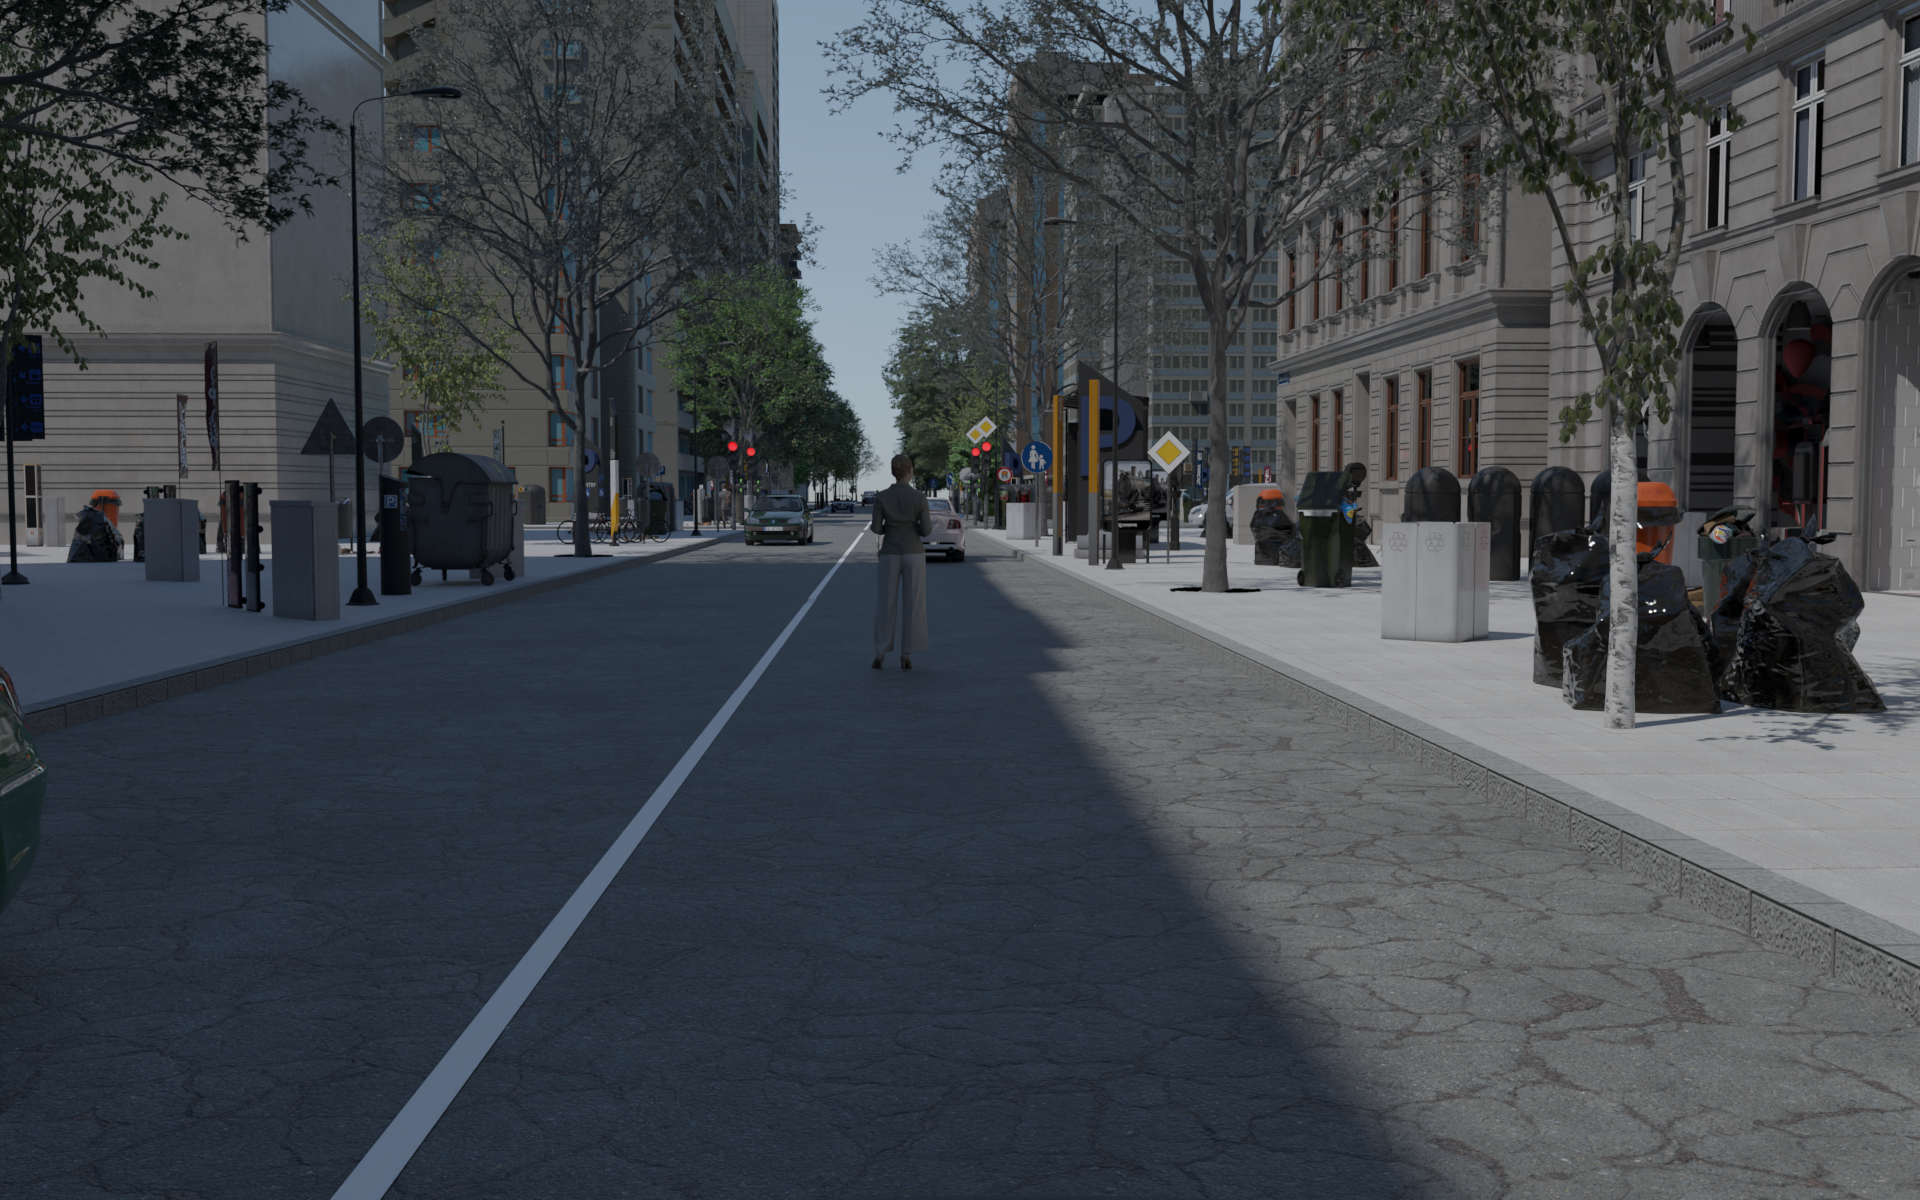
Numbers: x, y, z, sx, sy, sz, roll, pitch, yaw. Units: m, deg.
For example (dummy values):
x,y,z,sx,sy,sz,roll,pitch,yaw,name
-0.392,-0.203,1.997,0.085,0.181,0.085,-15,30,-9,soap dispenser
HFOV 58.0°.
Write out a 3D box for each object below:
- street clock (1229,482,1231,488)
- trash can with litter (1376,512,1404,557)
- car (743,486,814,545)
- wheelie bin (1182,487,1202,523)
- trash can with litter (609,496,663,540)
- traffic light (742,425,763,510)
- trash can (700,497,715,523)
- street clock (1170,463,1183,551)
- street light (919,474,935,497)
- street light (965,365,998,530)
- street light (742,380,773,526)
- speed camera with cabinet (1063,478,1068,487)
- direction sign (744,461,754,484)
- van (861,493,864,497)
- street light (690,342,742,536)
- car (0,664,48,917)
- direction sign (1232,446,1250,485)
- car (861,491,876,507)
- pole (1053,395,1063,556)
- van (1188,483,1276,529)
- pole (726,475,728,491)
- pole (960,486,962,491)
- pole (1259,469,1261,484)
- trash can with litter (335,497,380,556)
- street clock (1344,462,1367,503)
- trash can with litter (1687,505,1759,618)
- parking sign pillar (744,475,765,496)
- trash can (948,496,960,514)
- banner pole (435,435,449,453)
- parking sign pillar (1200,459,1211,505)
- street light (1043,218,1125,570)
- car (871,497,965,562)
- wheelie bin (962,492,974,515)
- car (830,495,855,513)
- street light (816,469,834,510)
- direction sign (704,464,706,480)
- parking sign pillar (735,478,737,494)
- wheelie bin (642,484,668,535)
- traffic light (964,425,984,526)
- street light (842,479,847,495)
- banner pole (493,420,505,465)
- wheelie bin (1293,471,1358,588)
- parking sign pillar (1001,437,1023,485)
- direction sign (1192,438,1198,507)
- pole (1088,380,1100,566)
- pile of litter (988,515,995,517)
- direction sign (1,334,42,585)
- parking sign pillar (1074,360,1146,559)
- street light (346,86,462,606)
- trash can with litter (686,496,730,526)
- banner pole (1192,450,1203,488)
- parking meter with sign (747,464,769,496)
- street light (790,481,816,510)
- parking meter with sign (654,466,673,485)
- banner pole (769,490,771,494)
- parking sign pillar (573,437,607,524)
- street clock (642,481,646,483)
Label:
x,y,z,sx,sy,sz,roll,pitch,yaw,name
14.846,-5.635,96.694,0.471,2.002,0.358,-1,4,-8,street clock
9.022,-1.460,35.255,1.055,1.170,0.624,2,4,25,trash can with litter
-5.150,-2.430,49.519,2.009,1.686,4.222,0,4,-1,car
10.377,-4.276,77.828,0.980,1.594,0.693,-3,4,-36,wheelie bin
-9.221,-2.322,49.017,1.678,1.210,2.233,1,4,17,trash can with litter
-8.397,-4.958,69.988,0.839,4.253,0.868,0,4,-2,traffic light
-10.811,-3.840,74.440,0.748,1.137,0.748,0,3,0,trash can
4.862,-2.116,39.163,0.358,2.002,0.471,2,4,24,street clock
-2.881,-11.181,155.356,1.470,5.913,1.316,0,4,-2,street light
0.765,-5.493,62.357,1.470,5.913,1.316,0,4,-2,street light
-8.290,-5.983,70.368,1.470,5.913,1.316,0,4,-2,street light
5.410,-6.360,98.313,2.038,3.252,0.660,-3,5,-43,speed camera with cabinet
-12.071,-6.562,99.291,0.876,3.537,0.379,0,4,-4,direction sign
-11.564,-13.015,219.812,2.013,2.044,4.112,0,4,-2,van
-7.547,-4.918,52.953,1.470,5.913,1.316,0,4,-2,street light
-3.437,0.542,2.942,2.131,1.459,4.920,0,4,-2,car
13.200,-5.470,81.438,0.876,3.537,0.379,2,4,24,direction sign
-10.198,-11.559,197.654,2.281,1.827,5.304,0,4,-2,car
2.031,-2.571,35.874,0.158,3.312,0.155,0,3,0,pole
10.829,-3.636,66.456,4.112,2.044,2.013,0,4,-1,van
-19.358,-9.188,144.066,0.158,3.312,0.155,0,3,0,pole
0.073,-8.379,130.842,0.158,3.312,0.155,0,3,0,pole
23.982,-8.843,138.427,0.158,3.312,0.155,0,3,0,pole
-12.863,-1.594,37.126,1.678,1.210,2.233,2,4,29,trash can with litter
9.023,-2.141,39.576,0.471,2.002,0.358,-1,4,-20,street clock
7.776,-0.404,17.999,0.624,1.170,1.055,-1,4,-15,trash can with litter
-16.218,-9.228,139.342,1.447,3.967,1.447,-3,5,-41,parking sign pillar
-0.398,-5.939,108.753,0.748,1.137,0.748,0,3,0,trash can
-21.713,-5.065,72.834,0.401,3.779,0.863,3,4,37,banner pole
18.943,-8.810,132.511,1.447,3.967,1.447,-2,4,-32,parking sign pillar
2.091,-3.471,29.284,1.470,5.913,1.316,0,4,-2,street light
-0.900,-1.572,38.060,2.083,1.381,4.827,0,4,-3,car
0.560,-6.061,107.006,0.693,1.594,0.980,2,4,25,wheelie bin
-9.027,-7.388,133.375,1.945,1.354,3.894,0,4,-2,car
-10.868,-10.029,136.518,1.470,5.913,1.316,0,4,-2,street light
-16.071,-7.210,109.885,0.379,3.537,0.876,-2,4,-27,direction sign
-18.212,-9.496,143.724,1.447,3.967,1.447,1,4,19,parking sign pillar
-9.584,-2.843,54.395,0.693,1.594,0.980,-2,4,-34,wheelie bin
0.607,-4.981,70.355,0.839,4.253,0.868,0,4,-2,traffic light
-12.536,-12.655,179.457,1.470,5.913,1.316,0,4,-2,street light
-15.633,-4.212,58.883,0.863,3.779,0.401,3,5,43,banner pole
5.069,-0.984,23.995,0.980,1.594,0.693,3,4,38,wheelie bin
2.461,-5.713,81.877,1.447,3.967,1.447,3,4,36,parking sign pillar
9.593,-4.816,70.736,0.379,3.537,0.876,1,4,20,direction sign
2.402,-2.273,31.013,0.158,3.312,0.155,0,3,0,pole
1.813,-5.172,98.522,1.176,0.858,1.719,-2,4,-24,pile of litter
-13.443,-1.990,24.533,0.876,3.537,0.379,-2,4,-30,direction sign
2.999,-2.818,34.543,1.447,3.967,1.447,0,4,7,parking sign pillar
-6.371,-2.895,19.874,1.470,5.913,1.316,0,4,-2,street light
-10.439,-3.788,72.985,2.233,1.210,1.678,0,4,-1,trash can with litter
11.945,-5.965,87.548,0.401,3.779,0.863,-3,5,-40,banner pole
-11.612,-6.173,97.188,1.738,3.016,0.543,-1,4,-15,parking meter with sign
-9.552,-8.006,103.444,1.470,5.913,1.316,0,4,-2,street light
-18.321,-6.874,108.656,0.543,3.016,1.738,1,4,20,parking meter with sign
-11.525,-7.031,104.967,0.401,3.779,0.863,0,4,-7,banner pole
-15.971,-5.266,74.566,1.447,3.967,1.447,2,4,26,parking sign pillar
-16.845,-5.414,93.091,0.471,2.002,0.358,2,4,32,street clock
